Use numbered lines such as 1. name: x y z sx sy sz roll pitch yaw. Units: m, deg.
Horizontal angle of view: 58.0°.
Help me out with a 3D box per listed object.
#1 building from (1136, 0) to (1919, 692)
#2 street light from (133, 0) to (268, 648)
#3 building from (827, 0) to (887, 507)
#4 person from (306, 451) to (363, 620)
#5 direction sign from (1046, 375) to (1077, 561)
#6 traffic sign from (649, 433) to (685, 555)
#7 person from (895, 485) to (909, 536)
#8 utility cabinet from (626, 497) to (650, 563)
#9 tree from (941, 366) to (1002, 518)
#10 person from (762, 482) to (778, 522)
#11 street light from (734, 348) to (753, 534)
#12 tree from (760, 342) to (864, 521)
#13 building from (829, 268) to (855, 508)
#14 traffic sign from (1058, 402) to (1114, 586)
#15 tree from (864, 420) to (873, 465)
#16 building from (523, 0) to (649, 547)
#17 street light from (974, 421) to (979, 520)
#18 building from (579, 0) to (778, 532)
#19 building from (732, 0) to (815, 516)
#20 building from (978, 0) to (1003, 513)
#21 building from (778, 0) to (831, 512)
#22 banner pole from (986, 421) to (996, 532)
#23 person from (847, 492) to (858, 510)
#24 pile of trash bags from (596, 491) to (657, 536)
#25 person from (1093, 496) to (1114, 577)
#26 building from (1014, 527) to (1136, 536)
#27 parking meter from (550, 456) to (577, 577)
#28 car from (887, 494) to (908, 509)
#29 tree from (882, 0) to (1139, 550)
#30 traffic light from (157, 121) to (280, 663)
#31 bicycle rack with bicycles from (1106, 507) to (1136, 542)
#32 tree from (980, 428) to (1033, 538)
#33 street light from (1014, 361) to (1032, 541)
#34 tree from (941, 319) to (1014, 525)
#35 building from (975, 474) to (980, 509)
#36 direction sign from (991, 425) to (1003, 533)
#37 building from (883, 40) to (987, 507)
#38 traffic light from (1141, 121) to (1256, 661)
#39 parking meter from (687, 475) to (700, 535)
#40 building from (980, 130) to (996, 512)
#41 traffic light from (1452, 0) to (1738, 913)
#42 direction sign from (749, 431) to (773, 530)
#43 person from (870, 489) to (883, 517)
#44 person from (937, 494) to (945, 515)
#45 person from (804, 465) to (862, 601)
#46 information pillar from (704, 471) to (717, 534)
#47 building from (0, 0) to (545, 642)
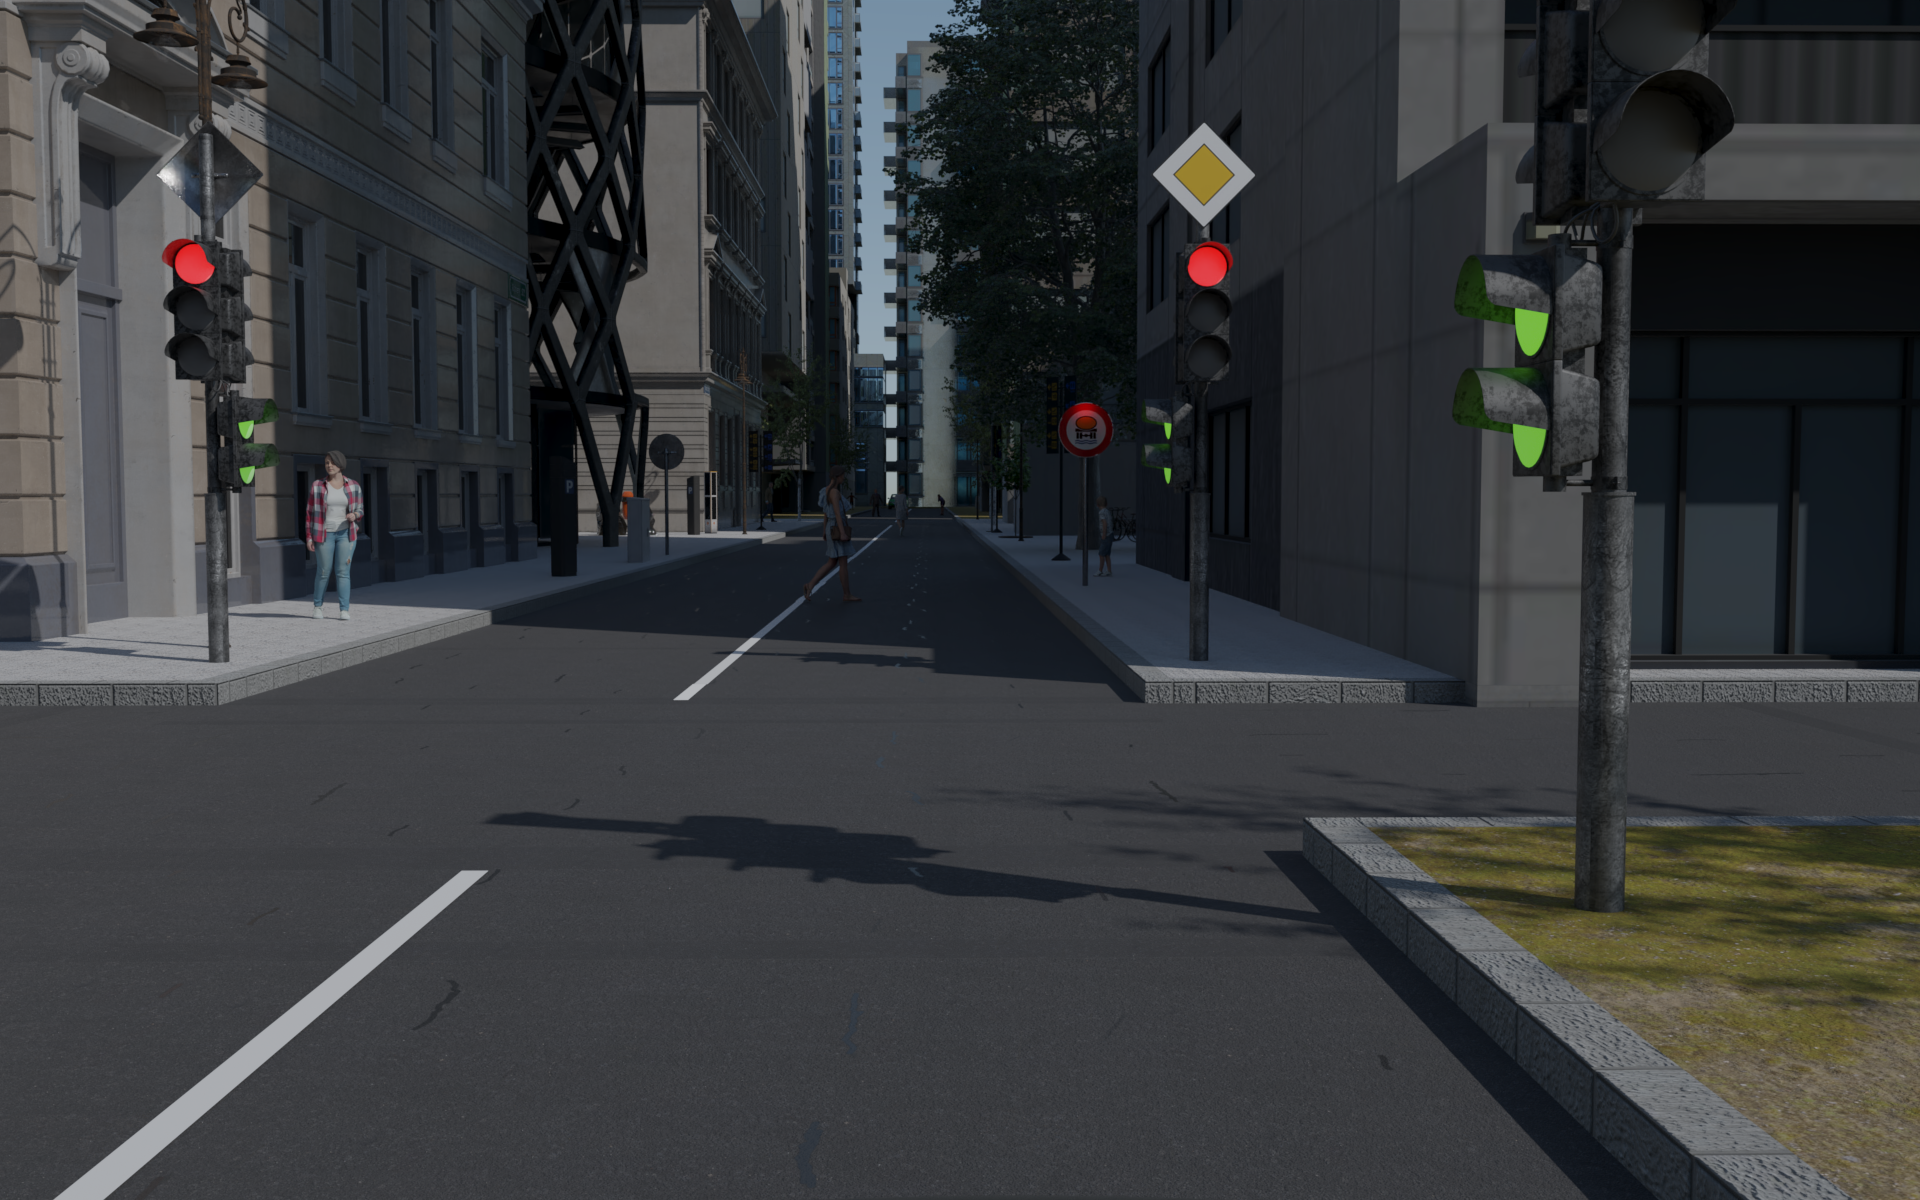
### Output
1. building: 13.597 -35.570 19.818 20.611 71.187 20.563 0 4 -1
2. street light: -6.181 -2.538 14.278 0.468 5.910 1.993 0 4 -1
3. building: -23.460 -53.222 182.855 31.000 86.520 22.319 0 4 -1
4. person: -6.386 -0.662 17.697 0.563 1.720 0.643 -2 4 -24
5. direction sign: 1.953 -2.529 33.348 0.379 3.537 0.876 -3 4 -37
6. traffic sign: -6.176 -2.223 36.448 0.768 2.556 0.104 0 4 4
7. person: -1.993 -3.069 59.426 0.466 1.731 0.760 -1 4 -13
8. utility cabinet: -6.084 -1.326 32.837 0.306 1.237 1.020 0 4 -2
9. tree: 1.449 -8.802 94.277 4.360 8.622 3.978 0 3 0
10. person: -8.788 -4.503 79.574 0.836 1.842 0.656 -1 4 -16
11. street light: -6.842 -5.020 54.857 0.468 5.910 1.993 0 4 -1
12. tree: -7.953 -8.127 83.244 4.737 8.622 4.395 0 3 0
13. building: -24.134 -18.583 148.872 28.899 21.520 27.650 0 4 -1
14. traffic sign: 1.751 -1.470 24.135 0.768 2.556 0.104 0 4 2
15. tree: -8.902 -11.207 133.594 4.737 8.622 4.395 0 3 0
16. building: -16.454 -10.703 42.438 16.820 18.784 16.811 0 4 -1
17. street light: 0.883 -6.987 87.025 0.468 5.910 1.993 0 4 -1
18. building: -13.716 -14.117 66.972 11.583 22.565 21.152 0 4 -1
19. building: -22.828 -31.314 101.217 28.713 52.752 27.495 0 4 -1
20. building: 12.377 -27.895 110.700 22.147 44.769 28.867 0 4 -1
21. building: -16.694 -26.863 122.798 14.154 41.232 14.086 0 4 -1
22. banner pole: 1.152 -4.210 58.854 0.401 3.779 0.863 1 4 18
23. person: -8.829 -8.064 141.146 1.065 1.426 0.557 0 4 3
24. pile of trash bags: -10.618 -2.775 55.121 1.912 1.369 3.447 -1 4 -10
25. person: 2.237 -0.991 26.936 0.332 1.250 0.352 -2 4 -34
26. building: 8.795 -22.962 59.015 14.154 41.232 14.086 0 4 -1
27. parking meter: -6.177 -1.302 26.999 0.255 1.863 0.399 2 4 24
28. car: -5.828 -9.433 163.028 1.959 1.807 4.718 0 4 0
29. tree: 3.078 -8.129 39.562 9.857 13.997 8.962 0 3 0
30. traffic light: -5.636 -1.479 13.098 0.839 4.253 0.868 0 4 -1
31. bicycle rack with bicycles: 4.697 -2.028 46.548 2.925 0.926 2.852 -2 4 -32
32. tree: 1.692 -3.436 50.775 1.663 3.219 1.824 0 3 0
33. street light: 1.666 -4.539 46.993 0.468 5.910 1.993 0 4 -1
34. tree: 1.365 -7.353 70.592 4.737 8.622 4.395 0 3 0
35. building: 17.622 -28.110 151.477 32.217 40.220 23.993 0 4 -1
36. direction sign: 1.223 -3.997 57.341 0.379 3.537 0.876 1 4 19
37. building: 7.276 -34.507 183.799 30.456 49.044 23.786 0 4 -1
38. traffic light: 1.824 -1.488 13.246 0.839 4.253 0.868 0 4 -1
39. parking meter: -8.352 -2.969 54.250 0.399 1.863 0.255 3 5 43
40. building: 8.482 -22.068 132.518 14.160 30.474 14.107 0 4 -1
41. traffic light: 1.966 -0.999 5.262 0.839 4.253 0.868 0 4 -1
42. direction sign: -7.121 -4.280 61.968 0.876 3.537 0.379 1 4 8
43. person: -5.288 -6.162 109.808 0.990 1.755 0.434 -2 4 -27
44. person: -1.265 -6.399 116.349 0.421 1.427 0.697 3 4 37
45. person: -1.669 -0.874 22.888 0.778 1.811 0.616 -1 4 -13
46. information pillar: -8.088 -3.160 56.162 0.304 2.012 0.304 2 4 33
47. building: -14.444 -14.546 23.737 13.634 28.700 20.117 0 4 -1
